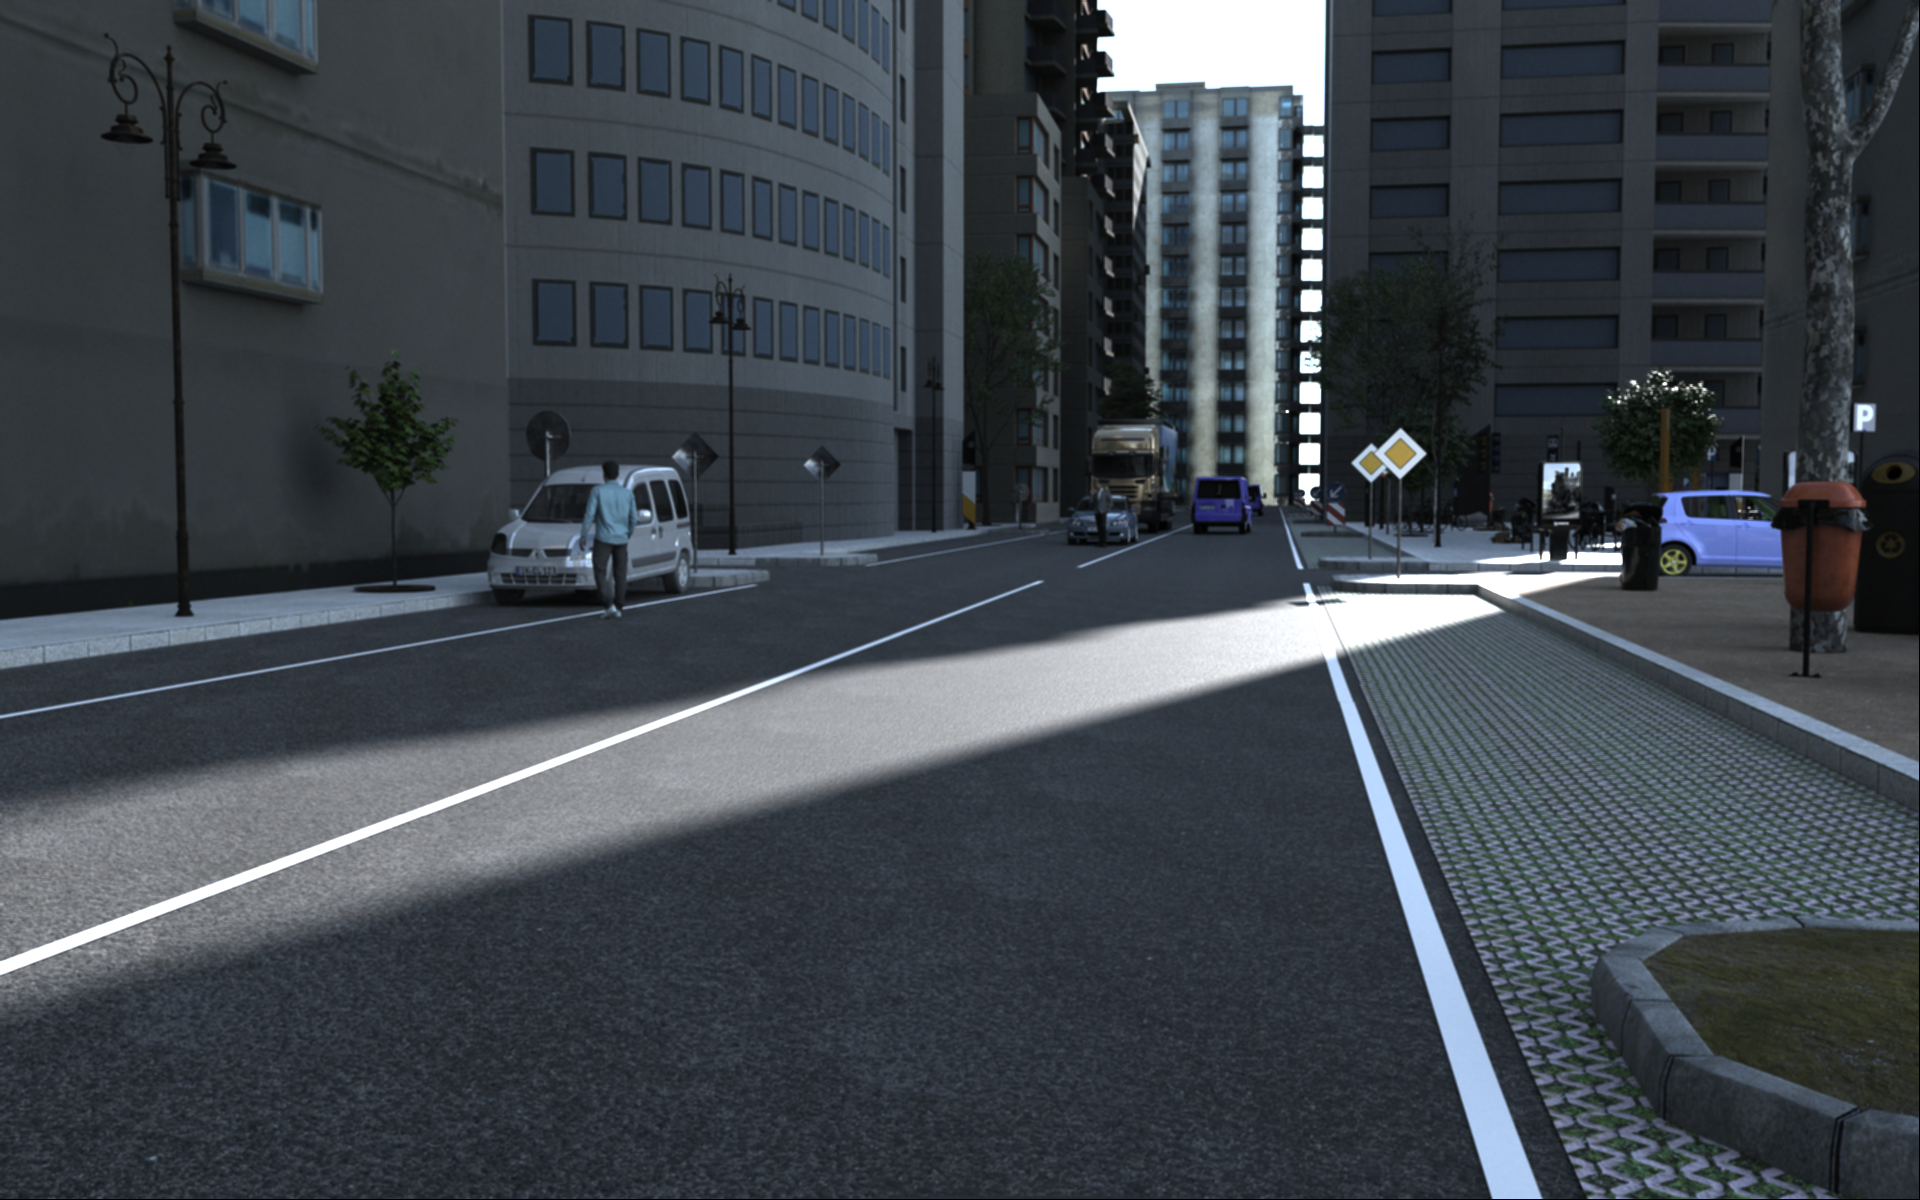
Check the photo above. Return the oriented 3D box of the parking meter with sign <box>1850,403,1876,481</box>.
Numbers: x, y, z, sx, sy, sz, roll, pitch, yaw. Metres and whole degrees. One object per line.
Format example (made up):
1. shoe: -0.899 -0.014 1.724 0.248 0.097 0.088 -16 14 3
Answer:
1. parking meter with sign: 17.086 -2.317 34.140 0.543 3.016 1.738 -1 4 -19

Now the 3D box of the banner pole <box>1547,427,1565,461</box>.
1. banner pole: 22.269 -4.567 64.695 0.401 3.779 0.863 -3 4 -38

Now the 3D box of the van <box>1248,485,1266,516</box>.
1. van: 19.083 -6.738 114.552 2.240 2.365 5.245 1 4 11

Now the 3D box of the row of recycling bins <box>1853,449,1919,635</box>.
1. row of recycling bins: 9.198 -0.474 14.857 1.069 1.692 3.534 -1 4 -16

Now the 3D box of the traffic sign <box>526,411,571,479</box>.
1. traffic sign: -6.318 -1.616 26.534 0.768 2.556 0.104 1 4 16

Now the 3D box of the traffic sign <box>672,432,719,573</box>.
1. traffic sign: -4.294 -1.495 28.088 0.795 2.450 0.064 1 4 10

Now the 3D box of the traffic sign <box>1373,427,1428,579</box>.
1. traffic sign: 6.618 -1.373 26.087 0.795 2.450 0.064 1 4 10

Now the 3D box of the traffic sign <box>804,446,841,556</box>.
1. traffic sign: -2.864 -1.976 35.944 0.795 2.450 0.064 1 4 10

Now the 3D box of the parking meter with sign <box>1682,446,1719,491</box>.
1. parking meter with sign: 26.435 -4.049 62.469 1.738 3.016 0.543 -1 4 -17

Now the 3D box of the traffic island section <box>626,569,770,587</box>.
1. traffic island section: -4.319 -0.359 28.154 2.009 0.180 2.903 1 4 10

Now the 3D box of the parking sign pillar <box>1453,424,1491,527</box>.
1. parking sign pillar: 19.804 -4.806 67.050 1.447 3.967 1.447 0 4 -8

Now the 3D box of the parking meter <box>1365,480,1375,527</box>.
1. parking meter: 16.079 -3.806 67.944 0.255 1.863 0.399 -1 4 -14

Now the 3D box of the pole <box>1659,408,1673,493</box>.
1. pole: 16.726 -2.893 41.136 0.158 3.312 0.155 0 3 0

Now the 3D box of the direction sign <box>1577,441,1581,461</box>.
1. direction sign: 26.476 -5.027 74.182 0.379 3.537 0.876 1 4 13

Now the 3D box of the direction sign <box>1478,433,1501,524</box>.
1. direction sign: 19.599 -4.415 64.178 0.876 3.537 0.379 3 5 45

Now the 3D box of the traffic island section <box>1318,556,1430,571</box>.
1. traffic island section: 8.073 -0.718 34.016 2.009 0.180 2.903 1 4 10

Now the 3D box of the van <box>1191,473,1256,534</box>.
1. van: 9.648 -3.616 63.504 2.240 2.365 5.245 1 4 12

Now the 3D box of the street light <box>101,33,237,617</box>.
1. street light: -8.148 -2.766 18.018 0.468 5.910 1.993 1 4 10

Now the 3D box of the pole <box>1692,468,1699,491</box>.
1. pole: 22.286 -3.586 52.472 0.158 3.312 0.155 0 3 0

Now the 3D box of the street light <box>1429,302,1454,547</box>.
1. street light: 11.613 -4.227 41.906 0.468 5.910 1.993 1 4 10

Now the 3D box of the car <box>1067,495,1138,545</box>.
1. car: 4.179 -2.341 50.283 2.014 1.417 4.499 1 4 10

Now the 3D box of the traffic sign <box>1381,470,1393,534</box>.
1. traffic sign: 13.622 -3.364 55.103 0.768 2.556 0.104 1 4 13

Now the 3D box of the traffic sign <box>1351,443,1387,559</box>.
1. traffic sign: 8.048 -1.853 33.944 0.795 2.450 0.064 1 4 10

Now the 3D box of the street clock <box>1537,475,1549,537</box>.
1. street clock: 17.523 -2.890 51.823 0.471 2.002 0.358 0 3 0

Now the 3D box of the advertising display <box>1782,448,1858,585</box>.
1. advertising display: 12.084 -1.172 24.370 0.974 1.923 0.123 0 4 4

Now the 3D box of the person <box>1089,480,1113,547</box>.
1. person: 3.816 -2.339 46.923 0.473 1.802 0.592 -3 5 -40

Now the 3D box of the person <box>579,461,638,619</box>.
1. person: -4.047 -0.707 20.073 0.660 1.820 0.620 -3 4 -36

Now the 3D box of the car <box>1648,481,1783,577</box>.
1. car: 13.400 -1.224 29.601 3.694 1.707 1.945 1 4 11

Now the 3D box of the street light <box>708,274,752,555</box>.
1. street light: -4.818 -3.895 36.474 0.468 5.910 1.993 1 4 10

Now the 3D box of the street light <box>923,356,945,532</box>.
1. street light: -0.869 -5.205 57.893 0.468 5.910 1.993 1 4 10

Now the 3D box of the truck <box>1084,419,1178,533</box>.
1. truck: 6.780 -4.774 66.962 2.839 4.237 11.283 1 4 11

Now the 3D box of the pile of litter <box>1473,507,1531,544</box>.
1. pile of litter: 14.444 -1.930 45.520 1.719 0.858 1.176 -3 5 -42

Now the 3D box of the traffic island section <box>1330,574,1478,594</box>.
1. traffic island section: 6.642 -0.237 26.160 2.009 0.180 2.903 1 4 10

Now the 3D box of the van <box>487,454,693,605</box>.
1. van: -4.994 -1.021 23.712 2.013 2.044 4.112 1 4 9

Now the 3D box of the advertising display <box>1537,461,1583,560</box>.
1. advertising display: 11.634 -1.737 33.611 0.974 1.923 0.123 -1 4 -21

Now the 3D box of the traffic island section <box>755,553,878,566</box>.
1. traffic island section: -2.888 -0.840 36.010 2.009 0.180 2.903 1 4 10

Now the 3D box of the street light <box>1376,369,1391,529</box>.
1. street light: 15.642 -5.581 64.040 0.468 5.910 1.993 1 4 10
